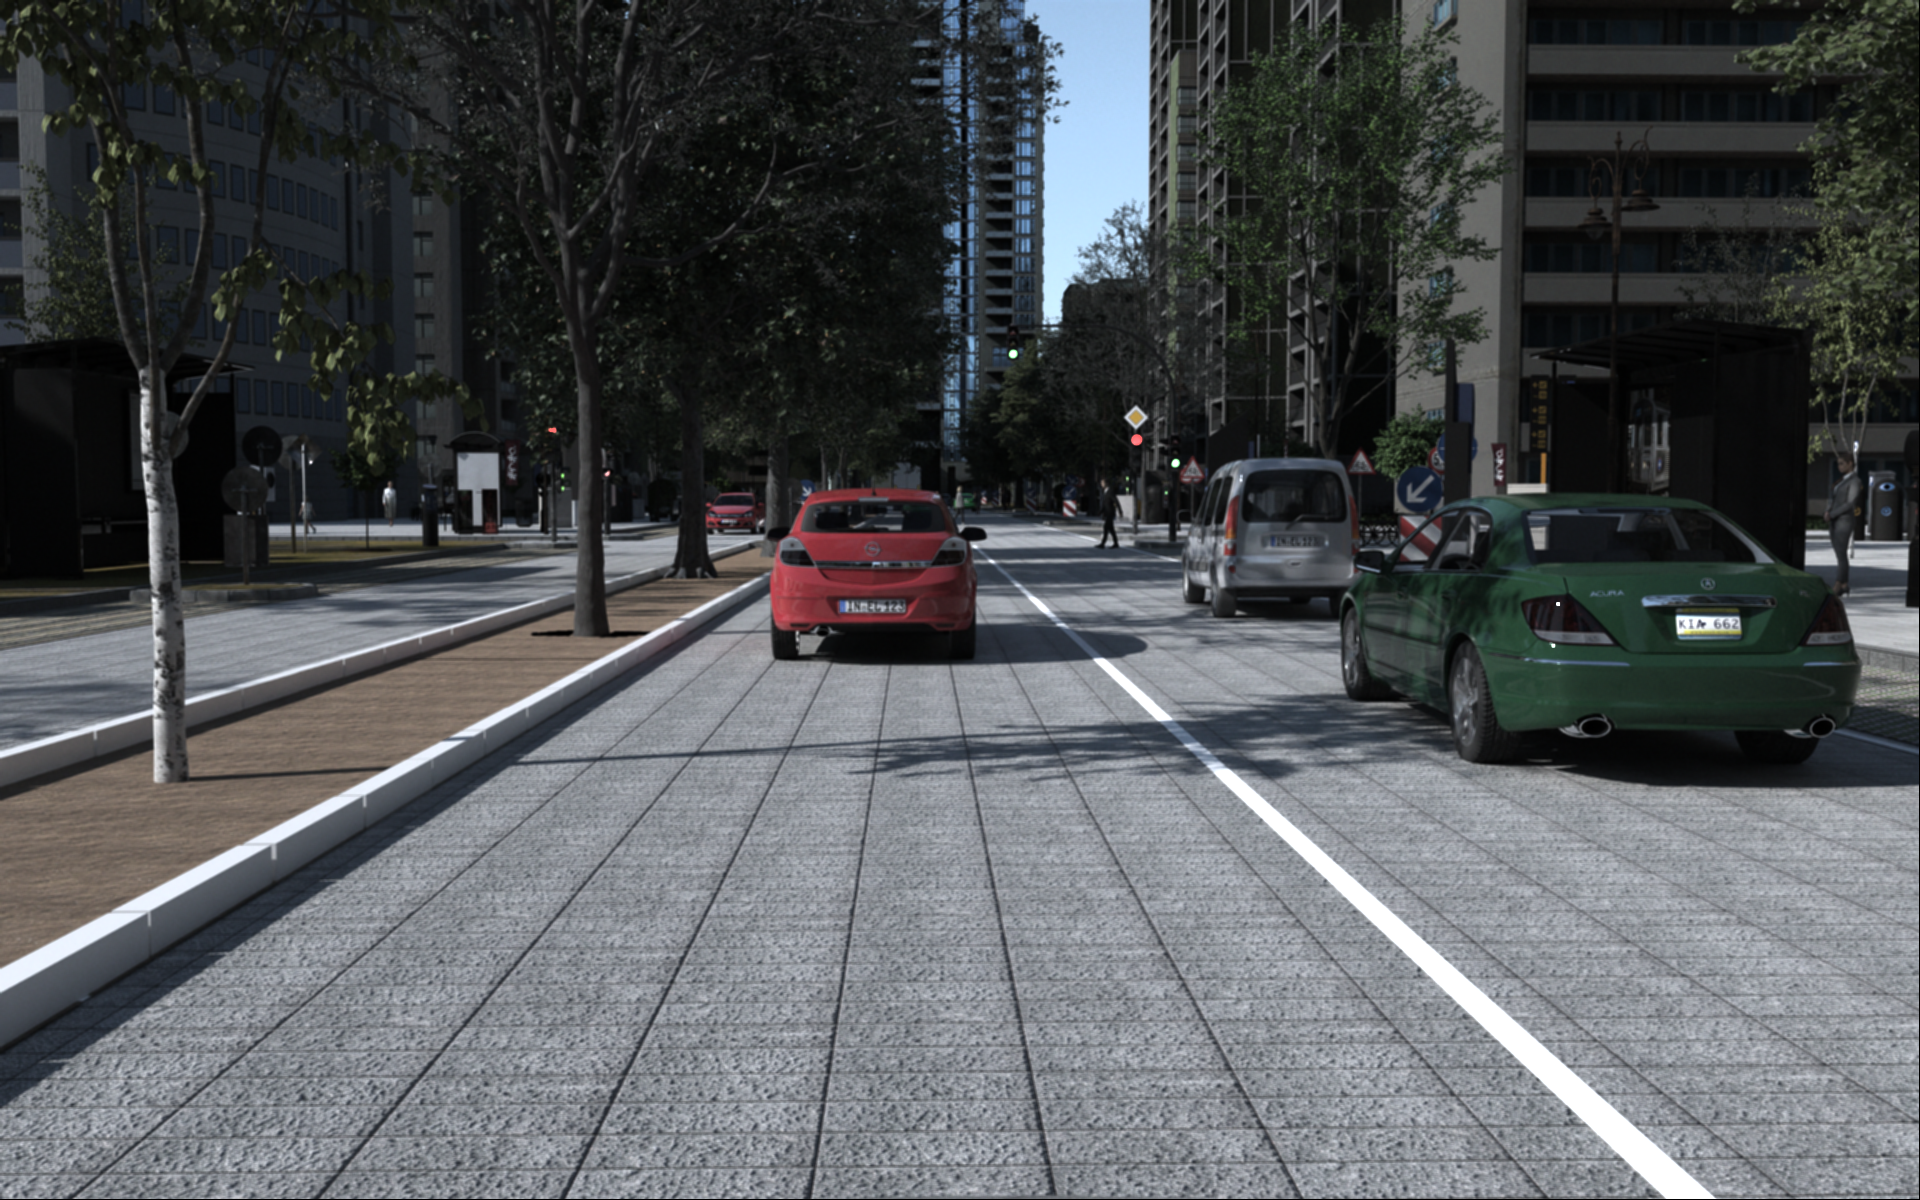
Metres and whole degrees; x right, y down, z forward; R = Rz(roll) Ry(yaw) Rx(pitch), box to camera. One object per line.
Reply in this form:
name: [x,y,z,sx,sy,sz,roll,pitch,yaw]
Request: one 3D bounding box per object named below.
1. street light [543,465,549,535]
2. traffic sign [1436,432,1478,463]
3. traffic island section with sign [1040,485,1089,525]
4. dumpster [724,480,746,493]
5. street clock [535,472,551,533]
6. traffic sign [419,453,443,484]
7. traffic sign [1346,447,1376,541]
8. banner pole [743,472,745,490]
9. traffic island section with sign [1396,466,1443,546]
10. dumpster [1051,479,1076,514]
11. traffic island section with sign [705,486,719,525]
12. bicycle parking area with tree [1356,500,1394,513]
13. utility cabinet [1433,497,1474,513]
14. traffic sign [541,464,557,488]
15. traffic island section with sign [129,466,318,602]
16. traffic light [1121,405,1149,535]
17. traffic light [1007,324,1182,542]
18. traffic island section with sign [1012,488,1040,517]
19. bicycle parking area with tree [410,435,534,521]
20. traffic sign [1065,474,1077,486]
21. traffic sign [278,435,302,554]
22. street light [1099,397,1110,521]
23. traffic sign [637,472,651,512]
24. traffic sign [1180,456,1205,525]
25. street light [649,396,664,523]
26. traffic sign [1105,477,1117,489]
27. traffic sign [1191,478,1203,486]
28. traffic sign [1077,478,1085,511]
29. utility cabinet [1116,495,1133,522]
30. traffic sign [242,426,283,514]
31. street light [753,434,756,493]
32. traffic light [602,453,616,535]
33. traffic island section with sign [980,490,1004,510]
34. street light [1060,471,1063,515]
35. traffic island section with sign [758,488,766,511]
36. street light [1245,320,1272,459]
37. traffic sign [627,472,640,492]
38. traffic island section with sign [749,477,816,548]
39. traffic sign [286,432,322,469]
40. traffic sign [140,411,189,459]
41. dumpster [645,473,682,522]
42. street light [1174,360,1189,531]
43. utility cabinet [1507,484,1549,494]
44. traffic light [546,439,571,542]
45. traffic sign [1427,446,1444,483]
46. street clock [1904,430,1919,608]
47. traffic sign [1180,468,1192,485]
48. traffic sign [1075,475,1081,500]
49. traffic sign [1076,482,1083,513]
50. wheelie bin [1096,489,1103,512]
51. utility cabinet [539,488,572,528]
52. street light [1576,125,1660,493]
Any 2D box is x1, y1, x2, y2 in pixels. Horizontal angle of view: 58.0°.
street light: [-13.069,-5.001,54.548,0.468,5.910,1.993,0,4,-1]
traffic sign: [9.494,-2.022,33.159,0.768,2.556,0.104,0,4,6]
traffic island section with sign: [4.919,-4.396,80.506,1.989,1.847,2.006,0,4,-1]
dumpster: [-15.851,-7.268,121.322,1.502,2.255,1.985,0,4,-2]
street clock: [-13.858,-3.247,57.654,0.471,2.002,0.358,0,4,6]
traffic sign: [-16.464,-3.290,53.893,0.768,2.556,0.104,0,4,6]
traffic sign: [10.978,-2.908,47.552,0.884,2.594,0.081,0,4,1]
banner pole: [-15.350,-8.130,122.934,0.401,3.779,0.863,-1,4,-12]
traffic island section with sign: [6.291,-0.998,24.942,1.989,1.847,2.006,0,4,-1]
dumpster: [6.786,-6.763,113.070,1.502,2.255,1.985,0,4,-2]
traffic island section with sign: [-11.380,-4.335,79.500,1.989,1.847,2.006,0,4,-1]
bicycle parking area with tree: [26.099,-6.848,98.964,9.016,4.147,8.231,0,4,4]
utility cabinet: [11.646,-1.803,40.641,1.020,1.237,0.306,2,4,33]
traffic sign: [-17.206,-4.434,72.599,0.768,2.556,0.104,0,4,3]
traffic island section with sign: [-9.999,-0.928,23.801,1.989,1.847,2.006,0,4,-1]
traffic light: [5.517,-4.019,54.630,0.839,4.253,0.868,0,4,-1]
traffic light: [3.624,-4.391,46.455,4.771,5.953,1.251,0,4,-1]
traffic island section with sign: [4.264,-6.044,107.453,1.989,1.847,2.006,0,4,-1]
bicycle parking area with tree: [-23.347,-6.041,85.779,8.231,4.147,9.016,-1,4,-9]
traffic sign: [7.075,-6.745,110.383,0.768,2.556,0.104,1,4,8]
traffic sign: [-14.352,-2.271,37.236,0.768,2.556,0.104,1,4,8]
street light: [6.901,-6.738,82.955,0.468,5.910,1.993,0,4,-1]
traffic sign: [-18.443,-6.189,101.194,0.884,2.594,0.081,0,4,-1]
traffic sign: [7.860,-3.582,58.568,0.884,2.594,0.081,0,3,0]
street light: [-13.590,-6.423,77.799,0.468,5.910,1.993,0,4,-1]
traffic sign: [9.203,-6.481,106.068,0.768,2.556,0.104,0,4,4]
traffic sign: [11.588,-5.217,85.407,0.768,2.556,0.104,0,4,5]
traffic sign: [9.022,-7.949,130.078,0.768,2.556,0.104,0,4,3]
utility cabinet: [7.791,-4.264,80.871,1.020,1.237,0.306,3,5,44]
traffic sign: [-13.008,-1.969,32.301,0.768,2.556,0.104,0,4,1]
street light: [-14.907,-9.297,124.792,0.468,5.910,1.993,0,4,-1]
traffic light: [-8.950,-4.870,54.294,4.771,5.953,1.251,0,4,-1]
traffic island section with sign: [3.058,-9.042,156.469,1.989,1.847,2.006,0,4,-1]
street light: [6.245,-8.160,106.203,0.468,5.910,1.993,0,4,-1]
traffic island section with sign: [-12.035,-5.983,106.447,1.989,1.847,2.006,0,4,-1]
street light: [7.819,-4.459,45.695,0.468,5.910,1.993,0,4,-1]
traffic sign: [-18.683,-6.059,99.166,0.768,2.556,0.104,0,4,6]
traffic island section with sign: [-4.609,-2.361,46.747,2.006,1.907,1.989,0,4,-1]
traffic sign: [-14.005,-2.278,36.985,0.795,2.593,0.064,0,4,1]
traffic sign: [-12.112,-1.606,26.366,0.768,2.556,0.104,0,4,4]
dumpster: [-13.761,-4.768,80.454,1.502,2.255,1.985,0,4,-1]
street light: [7.559,-5.316,59.708,0.468,5.910,1.993,0,4,-1]
utility cabinet: [12.318,-1.752,37.325,0.318,1.500,1.173,-2,4,-25]
traffic light: [-10.842,-3.505,46.225,0.839,4.253,0.868,0,4,-1]
traffic sign: [12.530,-2.754,45.136,0.768,2.556,0.104,0,4,1]
street clock: [10.856,-0.917,19.571,0.471,2.002,0.358,-3,5,-40]
traffic sign: [10.910,-5.102,83.519,0.768,2.556,0.104,0,4,0]
traffic sign: [7.601,-6.985,114.318,0.768,2.556,0.104,0,4,2]
traffic sign: [7.750,-7.037,115.062,0.884,2.594,0.081,0,4,3]
wheelie bin: [9.413,-6.750,118.264,0.980,1.594,0.693,-2,4,-27]
utility cabinet: [-15.022,-3.406,64.363,1.173,1.500,0.318,-2,4,-33]
street light: [8.388,-3.024,22.231,0.468,5.910,1.993,0,4,-1]
